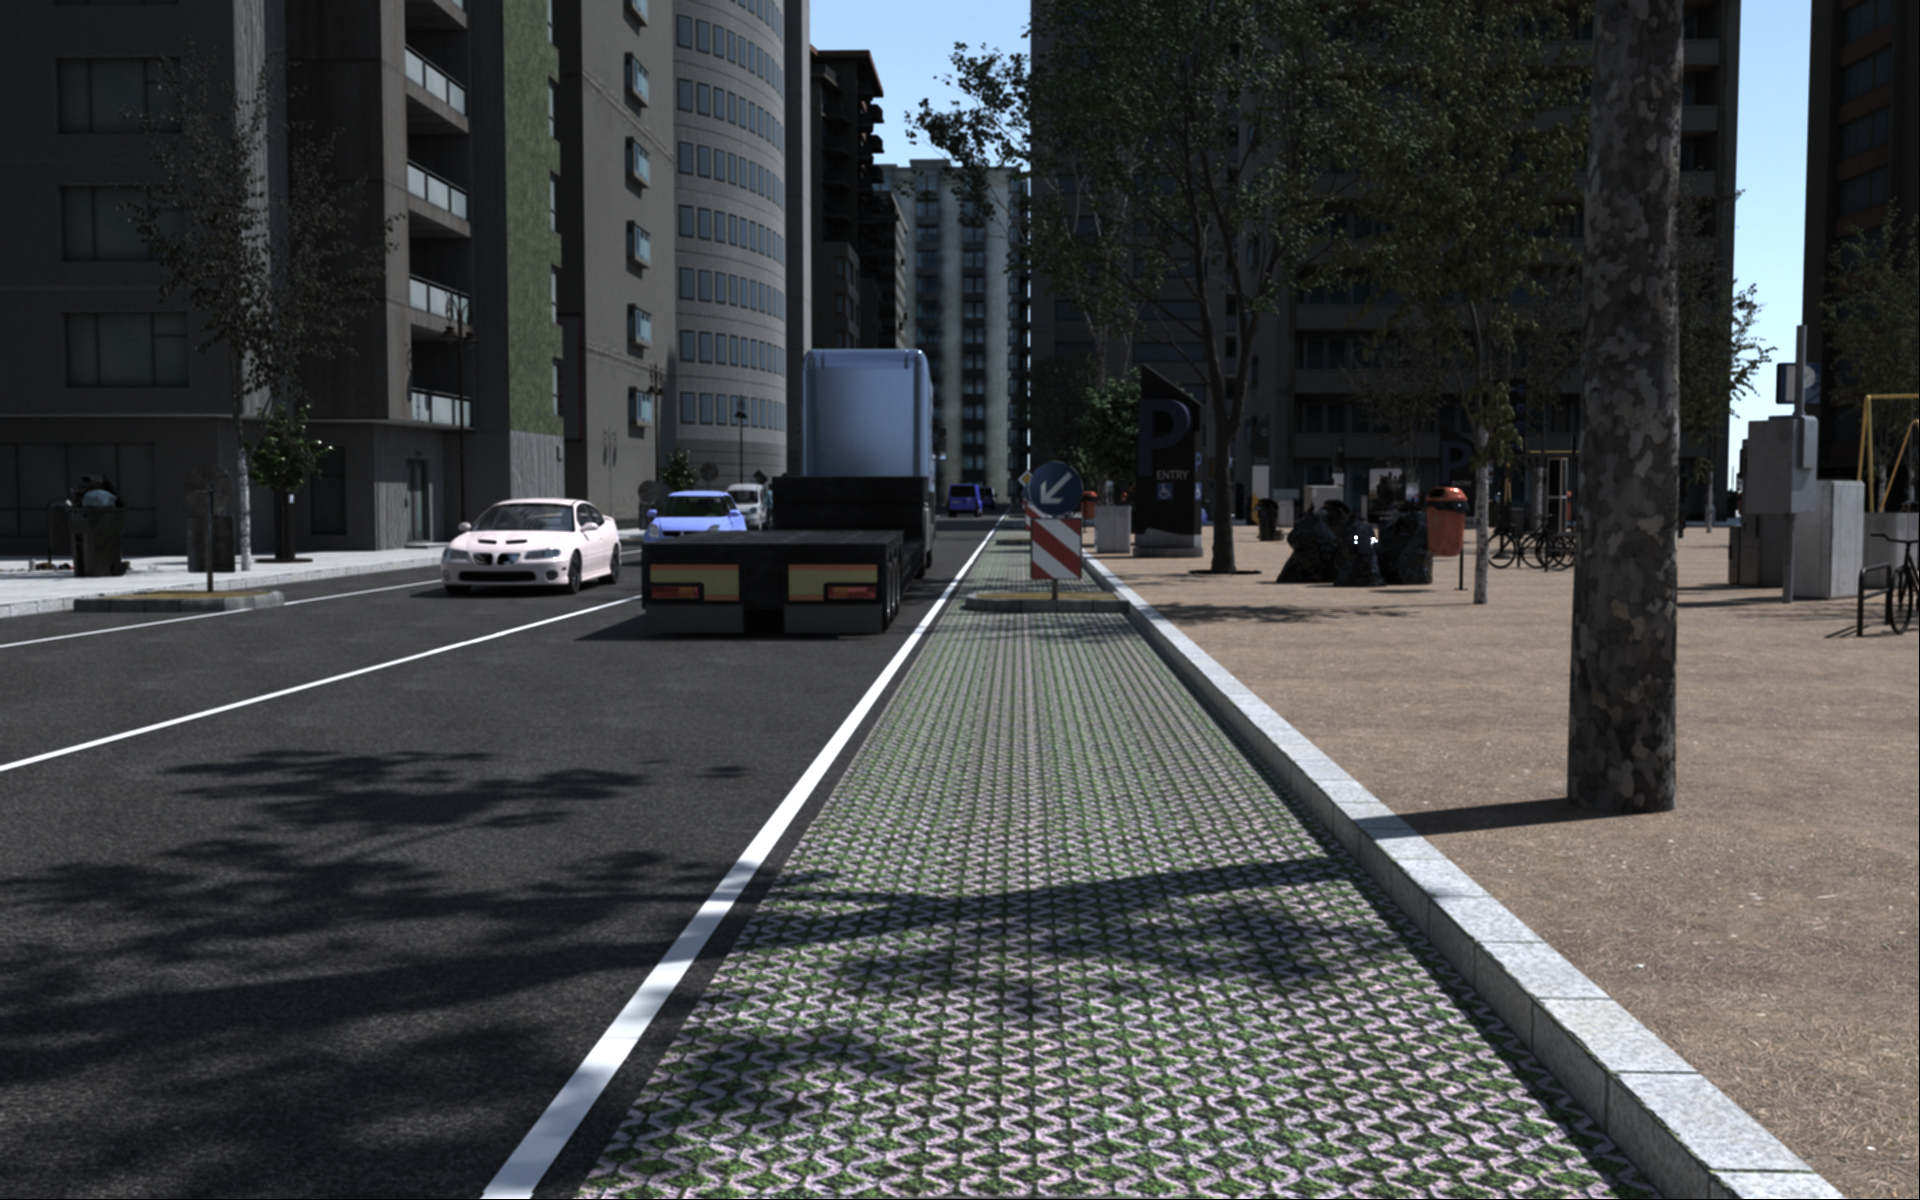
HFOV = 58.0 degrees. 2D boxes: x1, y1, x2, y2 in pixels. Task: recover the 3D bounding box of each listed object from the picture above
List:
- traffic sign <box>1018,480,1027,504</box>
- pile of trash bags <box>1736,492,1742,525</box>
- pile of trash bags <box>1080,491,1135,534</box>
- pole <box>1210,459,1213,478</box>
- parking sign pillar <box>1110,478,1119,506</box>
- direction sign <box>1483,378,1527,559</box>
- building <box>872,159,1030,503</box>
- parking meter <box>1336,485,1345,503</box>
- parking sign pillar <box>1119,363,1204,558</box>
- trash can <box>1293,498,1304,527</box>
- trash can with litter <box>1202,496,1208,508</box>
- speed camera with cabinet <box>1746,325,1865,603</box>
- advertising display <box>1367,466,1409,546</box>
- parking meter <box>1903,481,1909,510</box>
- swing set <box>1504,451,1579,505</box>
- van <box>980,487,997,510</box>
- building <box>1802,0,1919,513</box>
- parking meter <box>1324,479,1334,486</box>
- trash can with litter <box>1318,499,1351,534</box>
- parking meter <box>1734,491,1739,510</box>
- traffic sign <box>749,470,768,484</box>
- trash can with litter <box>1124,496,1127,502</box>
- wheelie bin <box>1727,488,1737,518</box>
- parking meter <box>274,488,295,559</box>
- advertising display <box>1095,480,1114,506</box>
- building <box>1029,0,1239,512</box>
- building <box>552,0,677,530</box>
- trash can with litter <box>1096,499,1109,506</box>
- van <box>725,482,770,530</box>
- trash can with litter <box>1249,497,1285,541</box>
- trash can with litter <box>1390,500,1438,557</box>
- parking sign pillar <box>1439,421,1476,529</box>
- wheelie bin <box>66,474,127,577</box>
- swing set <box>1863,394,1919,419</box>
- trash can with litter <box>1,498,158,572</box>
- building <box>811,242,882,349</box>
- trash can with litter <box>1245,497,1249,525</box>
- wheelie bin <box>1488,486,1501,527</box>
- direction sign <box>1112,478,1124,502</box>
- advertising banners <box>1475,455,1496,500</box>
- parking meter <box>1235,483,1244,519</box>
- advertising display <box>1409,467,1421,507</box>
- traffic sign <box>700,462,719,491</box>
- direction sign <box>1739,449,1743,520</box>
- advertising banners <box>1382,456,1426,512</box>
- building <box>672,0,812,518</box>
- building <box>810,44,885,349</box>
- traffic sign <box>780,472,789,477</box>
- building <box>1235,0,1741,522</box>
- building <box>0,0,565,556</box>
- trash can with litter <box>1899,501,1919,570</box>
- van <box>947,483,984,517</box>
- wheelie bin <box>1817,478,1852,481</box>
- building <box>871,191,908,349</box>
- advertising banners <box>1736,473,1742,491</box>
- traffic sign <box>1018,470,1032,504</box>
[{"bbox_3d":[3.037,-4.620,79.179,0.795,2.450,0.064,0,4,2],"label":"traffic sign"},{"bbox_3d":[31.411,-3.462,66.349,1.912,1.369,3.447,-3,4,-37],"label":"pile of trash bags"},{"bbox_3d":[5.430,-2.873,56.729,3.447,1.369,1.912,2,4,33],"label":"pile of trash bags"},{"bbox_3d":[15.574,-6.927,107.097,0.158,3.312,0.155,0,3,0],"label":"pole"},{"bbox_3d":[9.856,-7.655,113.635,1.447,3.967,1.447,-1,4,-16],"label":"parking sign pillar"},{"bbox_3d":[10.748,-2.585,34.262,0.876,3.537,0.379,3,5,41],"label":"direction sign"},{"bbox_3d":[-4.278,-38.570,250.220,30.456,49.044,23.786,0,4,2],"label":"building"},{"bbox_3d":[10.325,-2.385,47.404,0.372,1.533,0.369,0,3,0],"label":"parking meter"},{"bbox_3d":[4.260,-2.867,35.351,1.447,3.967,1.447,2,4,29],"label":"parking sign pillar"},{"bbox_3d":[11.118,-2.719,56.108,0.748,1.137,0.748,0,3,0],"label":"trash can"},{"bbox_3d":[14.342,-5.668,104.059,1.055,1.170,0.624,-2,4,-25],"label":"trash can with litter"},{"bbox_3d":[10.252,-1.629,20.965,2.038,3.252,0.660,-3,5,-41],"label":"speed camera with cabinet"},{"bbox_3d":[9.989,-2.163,40.580,0.123,1.923,0.974,-3,5,-43],"label":"advertising display"},{"bbox_3d":[43.857,-4.558,80.232,0.255,1.863,0.399,2,4,28],"label":"parking meter"},{"bbox_3d":[21.287,-4.002,63.046,3.119,2.851,2.862,1,4,13],"label":"swing set"},{"bbox_3d":[2.257,-9.550,160.533,2.240,2.365,5.245,0,4,3],"label":"van"},{"bbox_3d":[58.859,-26.565,88.958,28.867,44.769,22.147,0,4,2],"label":"building"},{"bbox_3d":[13.769,-3.612,64.761,0.399,1.863,0.255,0,4,7],"label":"parking meter"},{"bbox_3d":[8.202,-1.595,37.458,0.624,1.170,1.055,3,4,38],"label":"trash can with litter"},{"bbox_3d":[62.923,-8.076,140.446,0.372,1.533,0.369,0,3,0],"label":"parking meter"},{"bbox_3d":[-8.326,-4.156,71.600,0.795,2.450,0.064,0,4,2],"label":"traffic sign"},{"bbox_3d":[10.329,-5.638,103.570,1.055,1.170,0.624,-3,4,-37],"label":"trash can with litter"},{"bbox_3d":[41.949,-5.286,94.340,0.693,1.594,0.980,2,4,23],"label":"wheelie bin"},{"bbox_3d":[-13.469,-1.597,34.519,0.372,1.533,0.369,0,3,0],"label":"parking meter"},{"bbox_3d":[6.634,-4.535,79.369,0.974,1.923,0.123,-2,4,-29],"label":"advertising display"},{"bbox_3d":[16.083,-36.430,137.624,21.231,58.520,28.212,0,4,2],"label":"building"},{"bbox_3d":[-22.667,-26.723,60.622,21.600,48.544,21.300,0,4,2],"label":"building"},{"bbox_3d":[5.605,-3.514,68.845,0.624,1.170,1.055,0,4,3],"label":"trash can with litter"},{"bbox_3d":[-8.381,-3.679,67.170,2.013,2.044,4.112,0,4,1],"label":"van"},{"bbox_3d":[8.474,-2.204,47.423,0.624,1.170,1.055,2,4,32],"label":"trash can with litter"},{"bbox_3d":[9.413,-1.477,35.537,1.055,1.170,0.624,-1,4,-21],"label":"trash can with litter"},{"bbox_3d":[18.258,-4.593,63.572,1.447,3.967,1.447,1,4,18],"label":"parking sign pillar"},{"bbox_3d":[-13.403,-1.161,26.887,0.980,1.594,0.693,2,4,31],"label":"wheelie bin"},{"bbox_3d":[15.752,-1.789,26.875,3.119,2.851,2.862,1,4,21],"label":"swing set"},{"bbox_3d":[-14.823,-1.116,29.305,2.233,1.210,1.678,0,4,-1],"label":"trash can with litter"},{"bbox_3d":[-20.979,-17.662,133.808,27.650,21.520,28.899,0,4,2],"label":"building"},{"bbox_3d":[12.213,-3.664,71.289,0.624,1.170,1.055,-2,4,-31],"label":"trash can with litter"},{"bbox_3d":[20.464,-3.603,66.819,0.693,1.594,0.980,-3,5,-40],"label":"wheelie bin"},{"bbox_3d":[10.072,-7.264,110.764,0.876,3.537,0.379,3,4,36],"label":"direction sign"},{"bbox_3d":[23.182,-5.029,78.413,2.074,3.025,0.090,1,4,23],"label":"advertising banners"},{"bbox_3d":[14.238,-5.045,88.197,0.399,1.863,0.255,-3,4,-37],"label":"parking meter"},{"bbox_3d":[10.480,-2.208,41.314,0.974,1.923,0.123,0,4,-2],"label":"advertising display"},{"bbox_3d":[-10.104,-4.261,69.771,0.768,2.556,0.104,0,4,8],"label":"traffic sign"},{"bbox_3d":[39.544,-5.827,87.271,0.876,3.537,0.379,-2,4,-30],"label":"direction sign"},{"bbox_3d":[20.502,-5.127,80.007,2.074,3.025,0.090,2,4,32],"label":"advertising banners"},{"bbox_3d":[-20.209,-33.704,93.055,21.231,58.520,28.212,0,4,2],"label":"building"},{"bbox_3d":[-18.981,-31.480,169.319,22.147,44.769,28.867,0,4,2],"label":"building"},{"bbox_3d":[-8.050,-4.645,79.581,0.795,2.450,0.064,0,4,2],"label":"traffic sign"},{"bbox_3d":[25.657,-28.539,90.321,21.600,48.544,21.300,0,4,2],"label":"building"},{"bbox_3d":[-18.320,-21.844,40.737,14.154,41.232,14.086,0,4,2],"label":"building"},{"bbox_3d":[16.387,-1.094,29.270,1.055,1.170,0.624,-1,4,-9],"label":"trash can with litter"},{"bbox_3d":[0.330,-6.378,108.660,2.240,2.365,5.245,0,4,4],"label":"van"},{"bbox_3d":[17.105,-1.588,33.876,0.693,1.594,0.980,-3,4,-38],"label":"wheelie bin"},{"bbox_3d":[-18.719,-31.912,213.638,23.993,40.220,32.217,0,4,2],"label":"building"},{"bbox_3d":[63.871,-9.026,143.768,2.074,3.025,0.090,1,4,15],"label":"advertising banners"},{"bbox_3d":[2.761,-4.132,71.199,0.795,2.450,0.064,0,4,2],"label":"traffic sign"}]
